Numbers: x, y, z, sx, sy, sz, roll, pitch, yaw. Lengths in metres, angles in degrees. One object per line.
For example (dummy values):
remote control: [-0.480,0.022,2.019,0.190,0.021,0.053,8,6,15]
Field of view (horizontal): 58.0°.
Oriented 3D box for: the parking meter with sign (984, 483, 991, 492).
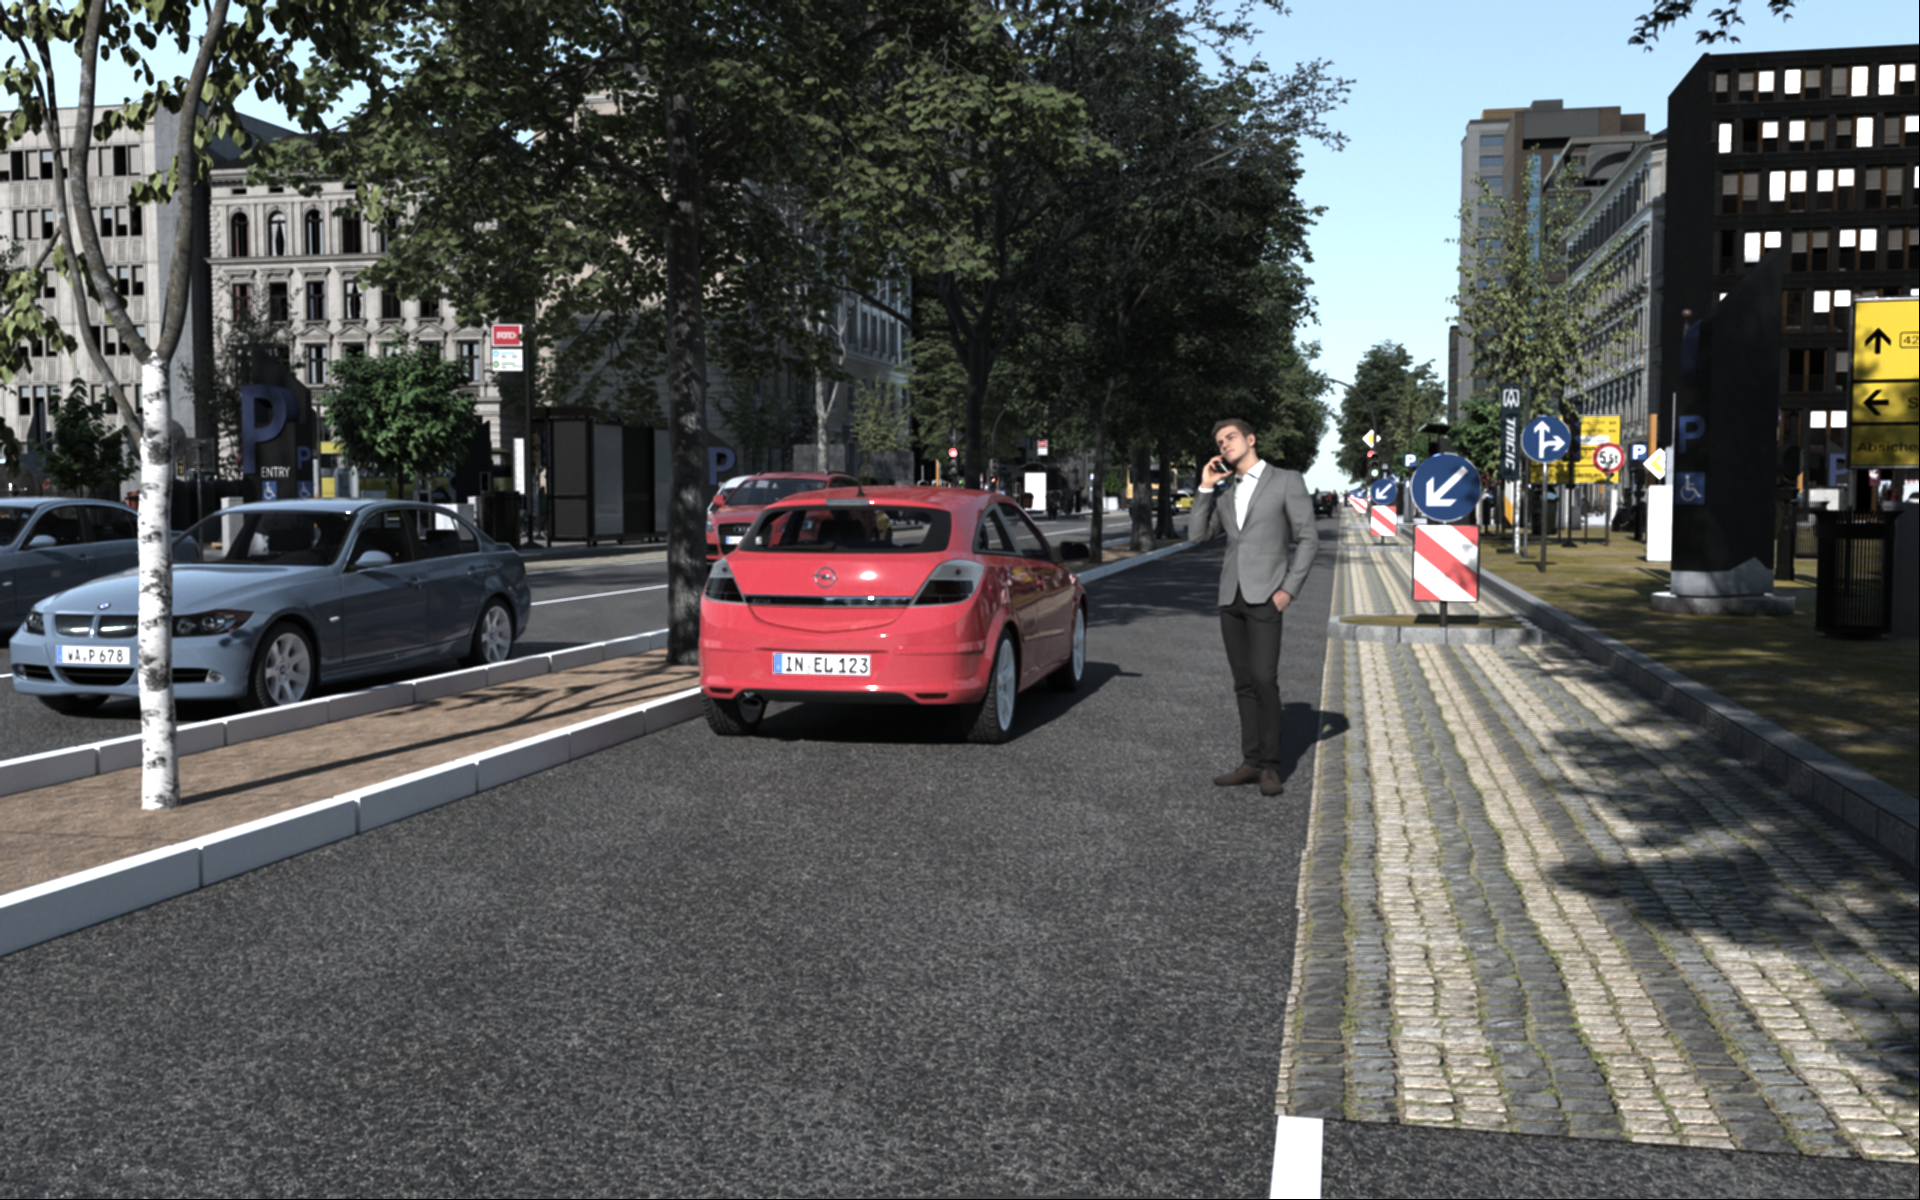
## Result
parking meter with sign: [1.961,-7.289,115.433,0.543,3.016,1.738,3,5,43]

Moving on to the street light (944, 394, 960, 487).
street light: [-0.338,-6.548,79.840,0.468,5.910,1.993,1,4,12]

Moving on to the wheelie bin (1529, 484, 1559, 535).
wheelie bin: [18.361,-2.845,54.428,0.693,1.594,0.980,-2,4,-31]

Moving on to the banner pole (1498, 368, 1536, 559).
banner pole: [11.082,-2.718,34.456,0.863,3.779,0.401,-1,4,-17]

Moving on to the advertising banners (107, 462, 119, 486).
advertising banners: [-26.690,-3.499,53.404,0.090,3.025,2.074,1,4,22]

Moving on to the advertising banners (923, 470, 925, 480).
advertising banners: [-2.977,-7.888,125.149,0.090,3.025,2.074,1,4,23]

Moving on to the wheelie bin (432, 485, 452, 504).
wheelie bin: [-18.275,-3.239,60.862,0.693,1.594,0.980,-2,4,-33]

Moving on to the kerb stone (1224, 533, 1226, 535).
kerb stone: [9.044,-2.305,59.879,0.120,0.150,1.000,1,4,12]

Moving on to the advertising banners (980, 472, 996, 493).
advertising banners: [2.314,-8.628,137.251,2.074,3.025,0.090,-2,4,-28]

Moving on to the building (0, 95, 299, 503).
building: [-54.007,-17.907,110.801,19.932,24.808,12.078,1,4,12]

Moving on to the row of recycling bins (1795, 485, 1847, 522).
row of recycling bins: [39.829,-4.538,81.315,3.534,1.692,1.069,1,4,22]

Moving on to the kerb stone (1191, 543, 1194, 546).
kerb stone: [6.146,-1.506,46.849,0.120,0.150,1.000,1,4,12]

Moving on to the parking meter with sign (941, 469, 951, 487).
parking meter with sign: [-0.842,-6.766,106.892,0.543,3.016,1.738,-2,4,-26]

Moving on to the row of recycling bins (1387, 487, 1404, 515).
row of recycling bins: [26.640,-6.036,105.802,1.069,1.692,3.534,1,4,16]

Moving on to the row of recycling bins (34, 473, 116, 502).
row of recycling bins: [-17.733,-1.638,33.898,3.534,1.692,1.069,2,4,34]

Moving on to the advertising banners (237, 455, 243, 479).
advertising banners: [-31.228,-4.953,77.175,2.074,3.025,0.090,0,4,8]

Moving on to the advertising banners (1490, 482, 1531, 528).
advertising banners: [20.724,-4.230,65.344,2.074,3.025,0.090,-2,4,-24]

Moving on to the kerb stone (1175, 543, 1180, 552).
kerb stone: [5.266,-1.260,42.843,0.120,0.150,1.000,1,4,12]

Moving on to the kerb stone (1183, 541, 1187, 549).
kerb stone: [5.711,-1.385,44.844,0.120,0.150,1.000,1,4,12]

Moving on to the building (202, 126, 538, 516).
building: [-34.493,-16.956,106.117,19.941,23.489,11.050,1,4,12]

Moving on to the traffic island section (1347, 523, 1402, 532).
traffic island section: [16.203,-2.782,67.759,2.009,0.180,2.903,1,4,12]

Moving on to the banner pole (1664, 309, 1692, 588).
banner pole: [9.892,-2.036,23.303,0.401,3.779,0.863,-1,4,-17]

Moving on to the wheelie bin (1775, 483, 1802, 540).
wheelie bin: [23.273,-2.506,48.873,0.980,1.594,0.693,0,4,3]

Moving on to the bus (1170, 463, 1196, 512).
bus: [17.125,-8.636,132.748,2.896,3.916,12.252,1,4,11]

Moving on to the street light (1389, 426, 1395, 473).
street light: [29.088,-8.797,116.617,0.468,5.910,1.993,1,4,12]

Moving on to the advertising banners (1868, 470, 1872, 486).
advertising banners: [29.483,-3.573,54.612,0.090,3.025,2.074,-2,4,-25]

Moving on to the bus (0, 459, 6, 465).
bus: [-52.481,-5.601,86.433,13.247,3.499,2.948,1,4,11]

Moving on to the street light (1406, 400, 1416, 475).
street light: [22.204,-6.894,85.508,0.468,5.910,1.993,1,4,12]

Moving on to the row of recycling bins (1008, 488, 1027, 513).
row of recycling bins: [4.624,-6.898,119.890,1.069,1.692,3.534,2,4,25]

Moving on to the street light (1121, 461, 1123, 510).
street light: [13.327,-10.346,141.946,0.468,5.910,1.993,1,4,12]

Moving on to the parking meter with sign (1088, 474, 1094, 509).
parking meter with sign: [11.287,-9.348,149.094,0.543,3.016,1.738,0,4,-6]

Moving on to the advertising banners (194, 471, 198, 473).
advertising banners: [-35.512,-5.078,79.208,0.090,3.025,2.074,2,4,33]

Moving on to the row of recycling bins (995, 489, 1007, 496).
row of recycling bins: [2.314,-8.120,139.882,3.534,1.692,1.069,-1,4,-14]

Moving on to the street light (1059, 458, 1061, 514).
street light: [6.432,-8.448,110.907,0.468,5.910,1.993,1,4,12]

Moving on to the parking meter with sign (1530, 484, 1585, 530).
parking meter with sign: [21.218,-4.000,61.654,1.738,3.016,0.543,1,4,19]

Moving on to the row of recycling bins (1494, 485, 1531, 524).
row of recycling bins: [23.918,-4.156,75.058,1.069,1.692,3.534,2,4,32]

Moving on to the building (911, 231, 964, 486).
building: [-7.387,-19.242,144.291,12.332,23.373,15.834,1,4,12]

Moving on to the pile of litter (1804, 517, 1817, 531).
pile of litter: [30.125,-2.829,60.220,1.176,0.858,1.719,0,4,-5]

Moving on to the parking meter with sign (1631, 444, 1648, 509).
parking meter with sign: [24.049,-3.978,61.305,0.543,3.016,1.738,2,4,24]

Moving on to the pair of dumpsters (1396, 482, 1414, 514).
pair of dumpsters: [28.435,-6.638,111.019,1.574,2.255,4.437,1,4,12]

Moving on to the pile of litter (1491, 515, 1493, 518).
pile of litter: [28.826,-4.796,92.381,1.176,0.858,1.719,0,4,-3]

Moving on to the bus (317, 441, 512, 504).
bus: [-27.151,-5.482,81.177,12.252,3.916,2.896,1,4,13]

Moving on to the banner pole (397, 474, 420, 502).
banner pole: [-16.555,-3.801,52.158,0.863,3.779,0.401,0,4,0]

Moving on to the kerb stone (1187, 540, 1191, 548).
kerb stone: [5.932,-1.445,45.849,0.120,0.150,1.000,1,4,12]

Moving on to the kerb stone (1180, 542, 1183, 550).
kerb stone: [5.478,-1.324,43.843,0.120,0.150,1.000,1,4,12]

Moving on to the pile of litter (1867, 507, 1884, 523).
pile of litter: [39.235,-3.661,73.822,1.719,0.858,1.176,-1,4,-17]

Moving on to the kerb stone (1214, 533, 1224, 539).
kerb stone: [8.811,-2.244,58.883,0.120,0.150,1.000,1,4,12]

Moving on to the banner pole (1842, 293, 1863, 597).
banner pole: [11.311,-1.926,21.514,0.401,3.779,0.863,-3,4,-36]

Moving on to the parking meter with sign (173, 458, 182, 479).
parking meter with sign: [-28.437,-4.019,61.964,1.738,3.016,0.543,3,5,43]

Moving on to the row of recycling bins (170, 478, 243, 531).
row of recycling bins: [-20.149,-2.406,46.456,1.069,1.692,3.534,1,4,15]

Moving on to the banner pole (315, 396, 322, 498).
banner pole: [-16.278,-3.302,44.011,0.401,3.779,0.863,-1,4,-18]

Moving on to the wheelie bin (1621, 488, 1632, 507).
wheelie bin: [35.144,-5.067,90.745,0.980,1.594,0.693,2,4,27]

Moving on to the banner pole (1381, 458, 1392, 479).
banner pole: [29.537,-7.936,119.764,0.863,3.779,0.401,0,4,8]

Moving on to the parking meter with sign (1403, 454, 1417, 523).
parking meter with sign: [19.839,-4.906,76.468,0.543,3.016,1.738,1,4,13]
